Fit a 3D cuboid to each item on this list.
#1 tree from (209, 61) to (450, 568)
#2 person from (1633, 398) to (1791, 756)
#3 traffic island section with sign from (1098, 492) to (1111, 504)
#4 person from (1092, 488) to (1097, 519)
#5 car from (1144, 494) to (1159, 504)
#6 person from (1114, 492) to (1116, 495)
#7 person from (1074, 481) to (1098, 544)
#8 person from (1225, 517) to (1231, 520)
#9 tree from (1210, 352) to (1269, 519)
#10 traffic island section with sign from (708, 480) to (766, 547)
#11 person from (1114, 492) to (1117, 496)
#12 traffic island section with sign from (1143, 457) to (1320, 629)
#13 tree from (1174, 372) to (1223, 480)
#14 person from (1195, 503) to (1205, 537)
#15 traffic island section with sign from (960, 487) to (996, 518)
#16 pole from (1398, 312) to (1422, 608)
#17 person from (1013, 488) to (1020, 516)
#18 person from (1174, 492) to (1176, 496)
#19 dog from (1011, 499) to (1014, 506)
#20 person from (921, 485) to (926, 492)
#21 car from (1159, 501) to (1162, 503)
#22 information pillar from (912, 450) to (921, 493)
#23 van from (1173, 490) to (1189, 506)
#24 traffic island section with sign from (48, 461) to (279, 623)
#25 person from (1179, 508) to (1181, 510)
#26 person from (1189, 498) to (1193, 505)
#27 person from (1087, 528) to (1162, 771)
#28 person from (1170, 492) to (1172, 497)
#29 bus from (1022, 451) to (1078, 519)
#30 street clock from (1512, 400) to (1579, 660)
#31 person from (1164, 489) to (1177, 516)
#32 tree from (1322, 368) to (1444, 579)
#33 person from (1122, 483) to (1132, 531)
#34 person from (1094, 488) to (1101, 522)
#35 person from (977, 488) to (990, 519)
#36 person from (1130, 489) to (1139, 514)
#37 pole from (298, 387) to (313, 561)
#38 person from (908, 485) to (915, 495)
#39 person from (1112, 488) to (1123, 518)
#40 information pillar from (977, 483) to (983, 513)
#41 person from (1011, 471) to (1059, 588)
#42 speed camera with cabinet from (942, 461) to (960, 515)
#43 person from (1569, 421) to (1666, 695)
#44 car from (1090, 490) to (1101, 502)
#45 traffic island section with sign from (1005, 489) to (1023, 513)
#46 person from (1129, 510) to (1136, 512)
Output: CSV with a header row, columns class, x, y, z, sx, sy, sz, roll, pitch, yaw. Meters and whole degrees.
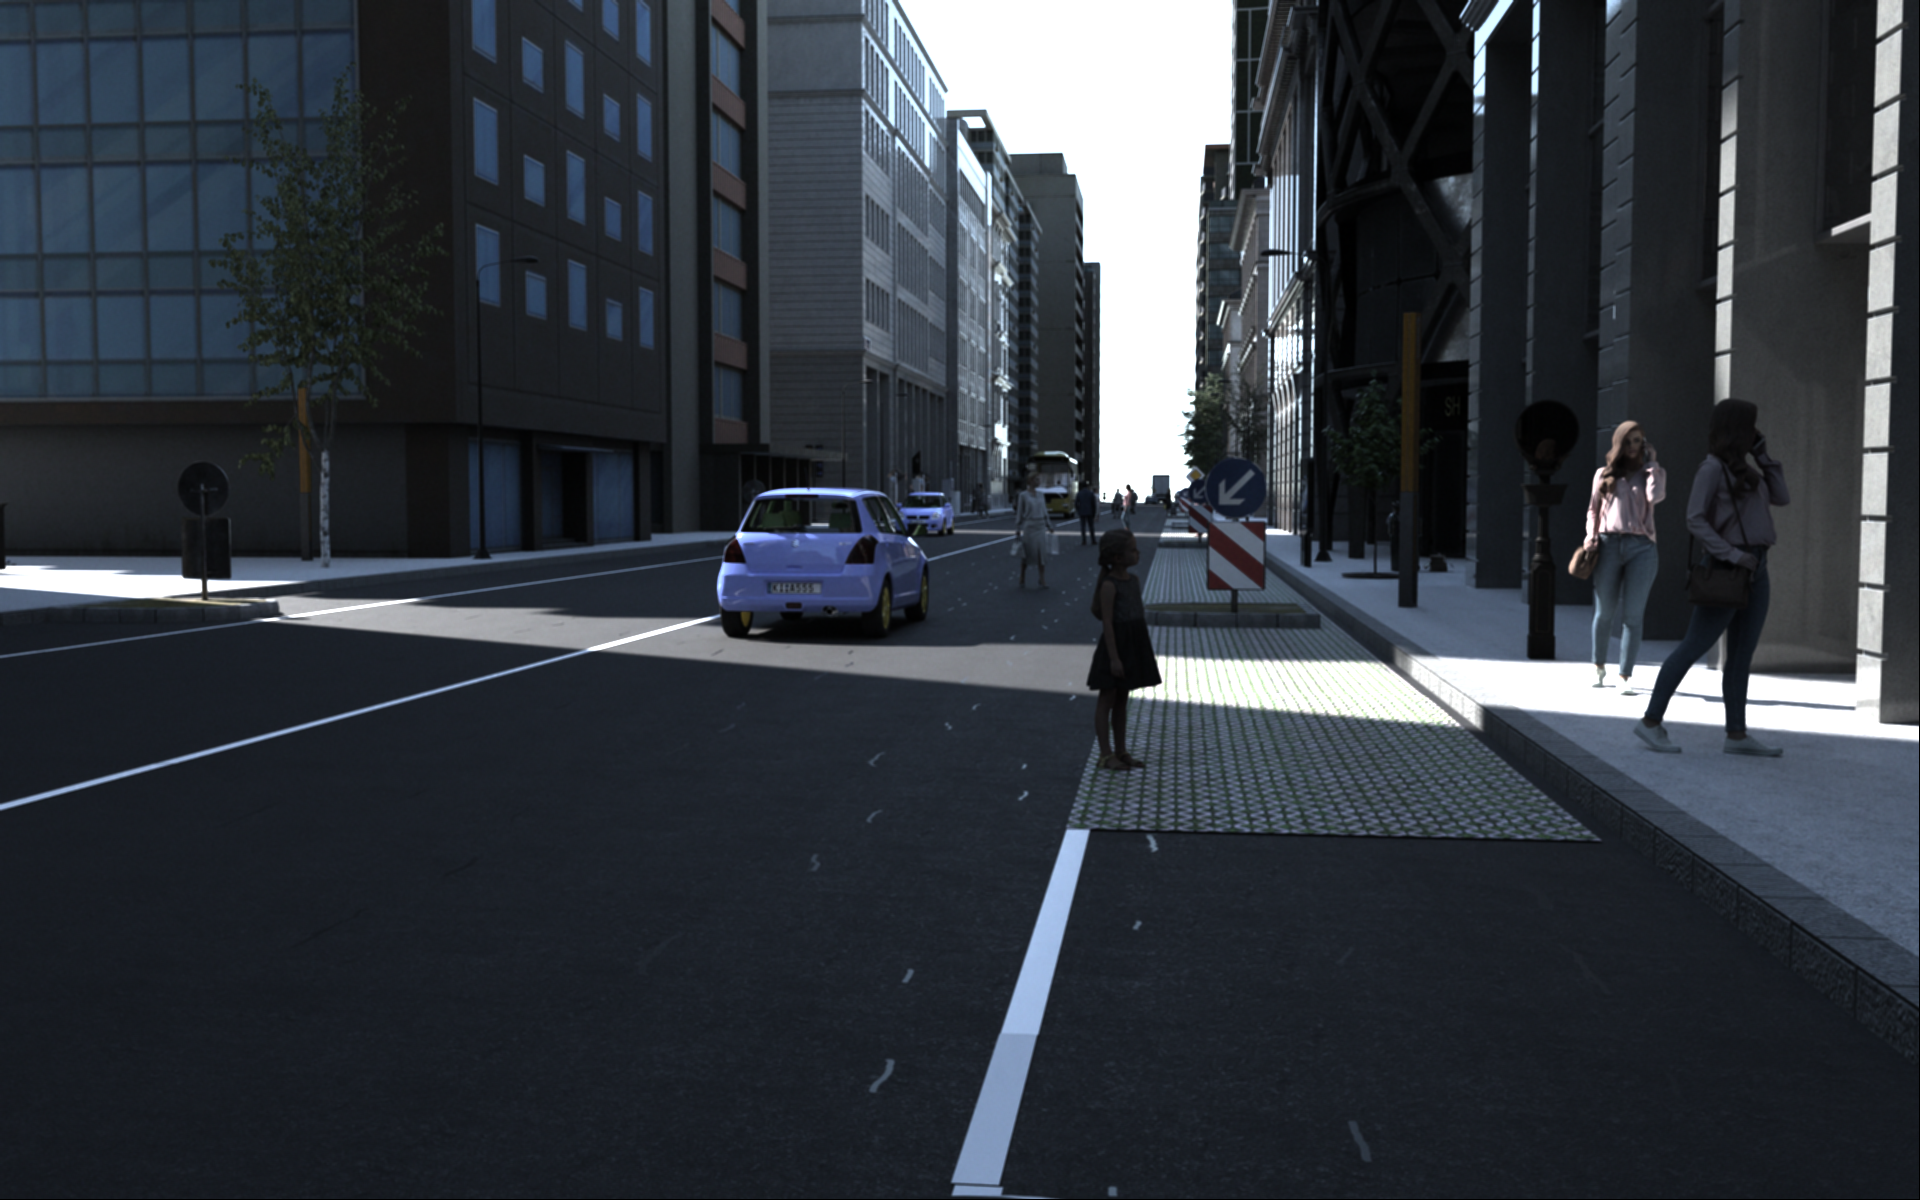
class,x,y,z,sx,sy,sz,roll,pitch,yaw
tree,-11.088,-4.883,30.201,4.737,8.622,4.395,0,3,0
person,3.725,-0.119,8.574,0.593,1.750,0.643,-3,5,-42
traffic island section with sign,24.103,-17.095,288.133,1.989,1.847,2.006,0,4,7
person,7.881,-5.657,101.251,0.793,1.790,0.793,0,4,-7
car,26.556,-13.962,240.288,2.014,1.417,4.499,1,4,9
person,23.735,-15.540,263.294,0.721,1.736,1.217,-2,4,-28
person,3.613,-2.489,49.370,0.721,1.800,0.419,0,4,-4
person,13.492,-4.920,87.054,0.480,1.755,0.524,0,4,6
tree,15.243,-8.573,90.530,4.360,8.622,3.978,0,3,0
traffic island section with sign,-5.754,-2.391,47.716,1.989,1.847,2.006,0,4,7
person,23.089,-15.187,257.263,0.568,1.767,0.683,3,4,38
traffic island section with sign,2.948,-0.657,19.369,1.989,1.847,2.006,0,4,7
tree,23.669,-14.864,161.152,7.486,12.596,7.792,0,3,0
person,8.032,-3.042,58.250,0.388,1.821,0.555,-2,4,-34
traffic island section with sign,1.103,-5.765,102.893,1.989,1.847,2.006,0,4,7
pole,5.086,-1.573,19.568,0.158,3.312,0.155,0,3,0
person,3.859,-6.486,114.506,0.822,1.834,0.622,-1,4,-15
person,36.745,-17.606,297.082,0.721,1.735,1.217,0,4,3
dog,4.893,-8.590,154.825,0.513,0.831,0.800,-1,4,-20
person,-2.090,-5.319,93.562,0.519,1.759,0.362,3,5,42
car,33.926,-16.889,287.938,2.131,1.459,4.920,0,4,7
information pillar,-2.322,-6.202,92.759,0.504,3.616,0.183,2,4,29
van,23.330,-10.686,181.734,2.013,2.044,4.112,0,4,8
traffic island section with sign,-9.153,-0.711,20.259,1.989,1.847,2.006,0,4,7
person,18.196,-8.091,140.665,0.818,1.842,0.514,0,4,3
person,18.922,-8.109,141.314,0.478,1.798,0.641,-3,5,-43
person,0.864,0.254,9.021,0.373,1.253,0.362,3,5,42
person,32.929,-15.962,270.183,0.721,1.736,1.217,1,4,12
bus,5.526,-6.817,102.996,2.896,3.916,12.252,0,4,6
street clock,4.535,-0.544,13.460,0.471,2.002,0.358,1,4,12
person,13.905,-6.479,114.655,0.699,1.804,1.509,0,4,-1
tree,6.307,-1.962,26.688,1.663,3.219,1.824,0,3,0
person,6.162,-3.391,63.959,0.388,1.821,0.555,0,4,-3
person,7.028,-4.881,88.878,0.480,1.755,0.524,-1,4,-22
person,1.345,-5.562,99.618,0.728,1.800,0.709,0,4,-4
person,12.555,-7.108,124.820,0.679,1.850,0.850,0,4,8
pole,-12.568,-2.411,33.256,0.158,3.312,0.155,0,3,0
person,-2.502,-5.080,89.525,0.576,1.772,0.534,2,4,32
person,9.282,-5.732,102.421,0.606,1.804,0.583,-3,4,-36
information pillar,1.375,-7.026,119.369,0.304,2.012,0.304,-2,4,-24
person,1.143,-1.084,26.579,0.694,1.780,0.624,-1,4,-12
speed camera with cabinet,-0.535,-6.747,104.645,0.660,3.252,2.038,1,4,17
person,4.289,-0.284,11.279,0.593,1.750,0.643,2,4,28
car,13.318,-10.326,177.510,2.281,1.827,5.304,0,4,7
traffic island section with sign,4.417,-7.402,129.645,1.989,1.847,2.006,0,4,7
person,13.722,-7.942,138.342,0.713,1.824,0.794,0,4,6
